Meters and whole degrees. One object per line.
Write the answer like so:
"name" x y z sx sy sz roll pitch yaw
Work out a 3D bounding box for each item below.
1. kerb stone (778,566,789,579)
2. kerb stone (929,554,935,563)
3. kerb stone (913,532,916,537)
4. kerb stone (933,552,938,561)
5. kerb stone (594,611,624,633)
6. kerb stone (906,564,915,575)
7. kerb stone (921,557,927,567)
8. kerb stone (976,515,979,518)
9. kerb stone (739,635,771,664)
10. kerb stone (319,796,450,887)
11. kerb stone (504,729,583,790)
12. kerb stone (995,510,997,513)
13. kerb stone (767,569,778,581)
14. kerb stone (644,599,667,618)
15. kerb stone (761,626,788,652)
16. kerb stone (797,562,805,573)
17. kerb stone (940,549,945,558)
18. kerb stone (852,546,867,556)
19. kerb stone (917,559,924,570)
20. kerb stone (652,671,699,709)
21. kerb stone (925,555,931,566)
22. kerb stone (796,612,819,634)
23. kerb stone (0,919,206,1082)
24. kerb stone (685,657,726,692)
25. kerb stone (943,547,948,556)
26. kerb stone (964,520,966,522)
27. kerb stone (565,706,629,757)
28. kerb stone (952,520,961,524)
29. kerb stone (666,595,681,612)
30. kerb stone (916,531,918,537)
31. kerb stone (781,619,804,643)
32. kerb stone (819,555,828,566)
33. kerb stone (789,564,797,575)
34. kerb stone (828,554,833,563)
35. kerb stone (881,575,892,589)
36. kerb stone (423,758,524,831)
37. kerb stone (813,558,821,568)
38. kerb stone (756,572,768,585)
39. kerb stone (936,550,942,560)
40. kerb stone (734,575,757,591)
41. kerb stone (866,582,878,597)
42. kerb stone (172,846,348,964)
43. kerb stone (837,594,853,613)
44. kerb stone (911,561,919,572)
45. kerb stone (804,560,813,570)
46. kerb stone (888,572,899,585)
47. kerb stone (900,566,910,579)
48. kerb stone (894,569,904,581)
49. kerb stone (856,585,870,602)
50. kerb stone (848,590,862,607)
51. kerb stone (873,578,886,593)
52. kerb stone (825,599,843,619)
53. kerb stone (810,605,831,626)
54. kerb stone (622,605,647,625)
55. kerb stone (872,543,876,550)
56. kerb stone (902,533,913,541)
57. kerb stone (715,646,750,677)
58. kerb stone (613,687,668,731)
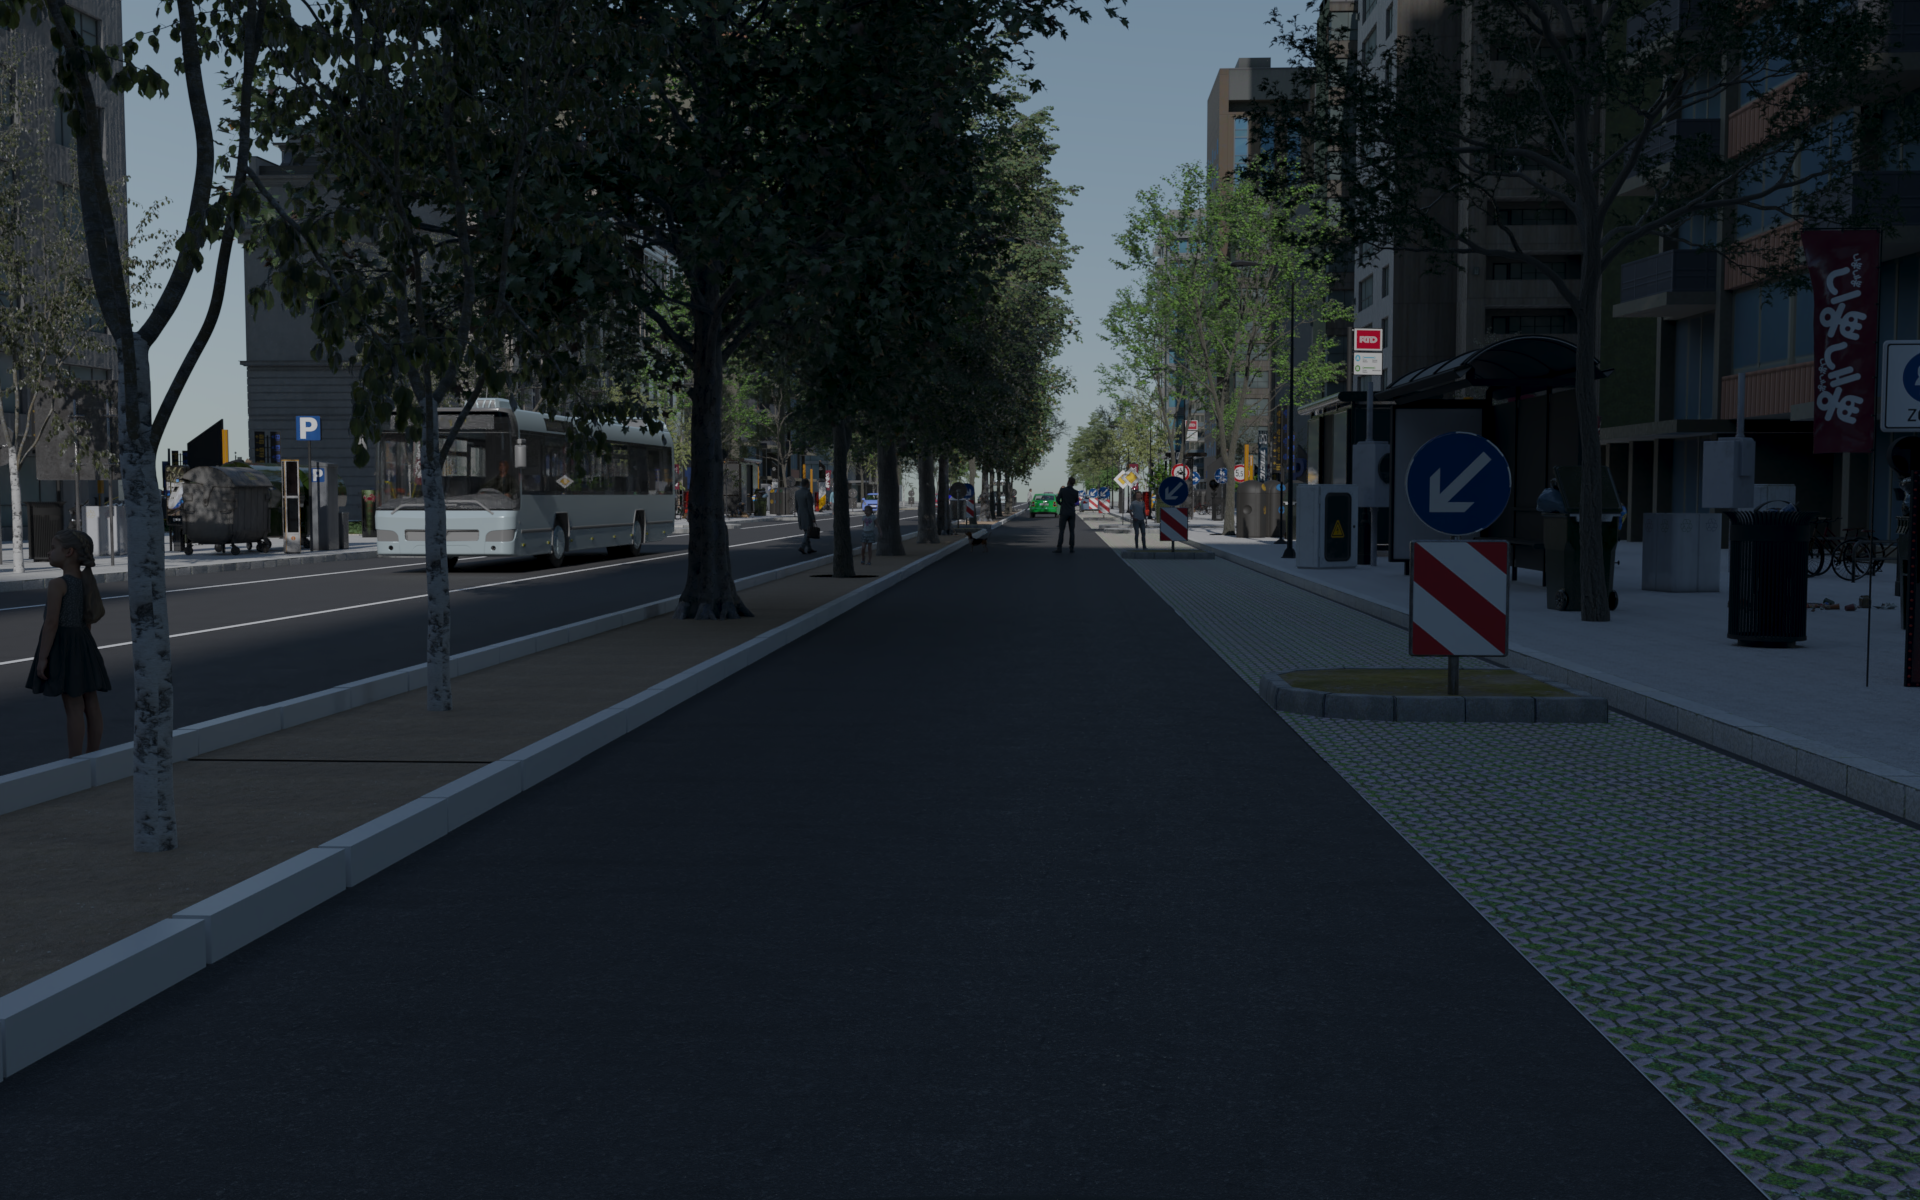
"kerb stone" -3.090 -0.442 29.420 0.120 0.150 1.000 0 4 3
"kerb stone" -0.664 -0.811 35.456 0.120 0.150 1.000 0 4 3
"kerb stone" -1.610 -2.070 56.036 0.120 0.150 1.000 0 4 3
"kerb stone" -0.607 -0.873 36.476 0.120 0.150 1.000 0 4 3
"kerb stone" -3.730 0.248 18.144 0.120 0.150 1.000 0 4 3
"kerb stone" -0.942 -0.498 30.336 0.120 0.150 1.000 0 4 3
"kerb stone" -0.780 -0.686 33.405 0.120 0.150 1.000 0 4 3
"kerb stone" 1.260 -5.225 107.723 0.120 0.150 1.000 0 4 3
"kerb stone" -1.803 0.445 14.987 0.120 0.150 1.000 0 4 3
"kerb stone" -2.250 0.941 6.810 0.120 0.150 1.000 0 4 3
"kerb stone" -2.138 0.816 8.857 0.120 0.150 1.000 0 4 3
"kerb stone" 3.155 -7.298 141.521 0.120 0.150 1.000 0 4 3
"kerb stone" -3.166 -0.377 28.397 0.120 0.150 1.000 0 4 3
"kerb stone" -3.615 0.124 20.199 0.120 0.150 1.000 0 4 3
"kerb stone" -1.747 0.378 16.014 0.120 0.150 1.000 0 4 3
"kerb stone" -2.987 -0.563 31.466 0.120 0.150 1.000 0 4 3
"kerb stone" -0.479 -0.996 38.519 0.120 0.150 1.000 0 4 3
"kerb stone" -2.413 -1.192 41.689 0.120 0.150 1.000 0 4 3
"kerb stone" -0.827 -0.623 32.383 0.120 0.150 1.000 0 4 3
"kerb stone" -1.976 0.630 11.922 0.120 0.150 1.000 0 4 3
"kerb stone" -0.724 -0.748 34.425 0.120 0.150 1.000 0 4 3
"kerb stone" -1.629 0.256 18.059 0.120 0.150 1.000 0 4 3
"kerb stone" -2.373 1.071 4.750 0.120 0.150 1.000 0 4 3
"kerb stone" -1.920 0.567 12.943 0.120 0.150 1.000 0 4 3
"kerb stone" -0.432 -1.059 39.549 0.120 0.150 1.000 0 4 3
"kerb stone" 0.128 -3.979 87.251 0.120 0.150 1.000 0 4 3
"kerb stone" -2.089 0.757 9.881 0.120 0.150 1.000 0 4 3
"kerb stone" -0.152 -3.666 82.140 0.120 0.150 1.000 0 4 3
"kerb stone" -3.556 0.062 21.220 0.120 0.150 1.000 0 4 3
"kerb stone" -1.569 -2.129 57.059 0.120 0.150 1.000 0 4 3
"kerb stone" -1.688 0.320 17.037 0.120 0.150 1.000 0 4 3
"kerb stone" -2.807 -0.754 34.527 0.120 0.150 1.000 0 4 3
"kerb stone" -3.038 -0.504 30.442 0.120 0.150 1.000 0 4 3
"kerb stone" -2.757 -0.817 35.548 0.120 0.150 1.000 0 4 3
"kerb stone" -1.172 -0.246 26.243 0.120 0.150 1.000 0 4 3
"kerb stone" -2.198 0.879 7.831 0.120 0.150 1.000 0 4 3
"kerb stone" -2.872 -0.687 33.507 0.120 0.150 1.000 0 4 3
"kerb stone" -3.212 -0.317 27.372 0.120 0.150 1.000 0 4 3
"kerb stone" -0.539 -0.930 37.498 0.120 0.150 1.000 0 4 3
"kerb stone" -3.271 -0.254 26.342 0.120 0.150 1.000 0 4 3
"kerb stone" -1.289 -0.122 24.196 0.120 0.150 1.000 0 4 3
"kerb stone" -2.314 1.005 5.780 0.120 0.150 1.000 0 4 3
"kerb stone" -1.456 0.065 21.129 0.120 0.150 1.000 0 4 3
"kerb stone" -0.890 -0.561 31.363 0.120 0.150 1.000 0 4 3
"kerb stone" -2.932 -0.629 32.486 0.120 0.150 1.000 0 4 3
"kerb stone" -1.111 -0.310 27.272 0.120 0.150 1.000 0 4 3
"kerb stone" -0.995 -0.429 29.315 0.120 0.150 1.000 0 4 3
"kerb stone" -1.063 -0.373 28.295 0.120 0.150 1.000 0 4 3
"kerb stone" -1.346 -0.060 23.176 0.120 0.150 1.000 0 4 3
"kerb stone" -1.402 0.006 22.150 0.120 0.150 1.000 0 4 3
"kerb stone" -1.227 -0.185 25.217 0.120 0.150 1.000 0 4 3
"kerb stone" -1.513 0.128 20.107 0.120 0.150 1.000 0 4 3
"kerb stone" -1.570 0.191 19.080 0.120 0.150 1.000 0 4 3
"kerb stone" -3.672 0.188 19.173 0.120 0.150 1.000 0 4 3
"kerb stone" -2.299 -1.317 43.730 0.120 0.150 1.000 0 4 3
"kerb stone" -1.674 -2.004 55.003 0.120 0.150 1.000 0 4 3
"kerb stone" -1.863 0.507 13.964 0.120 0.150 1.000 0 4 3
"kerb stone" -2.029 0.695 10.902 0.120 0.150 1.000 0 4 3
